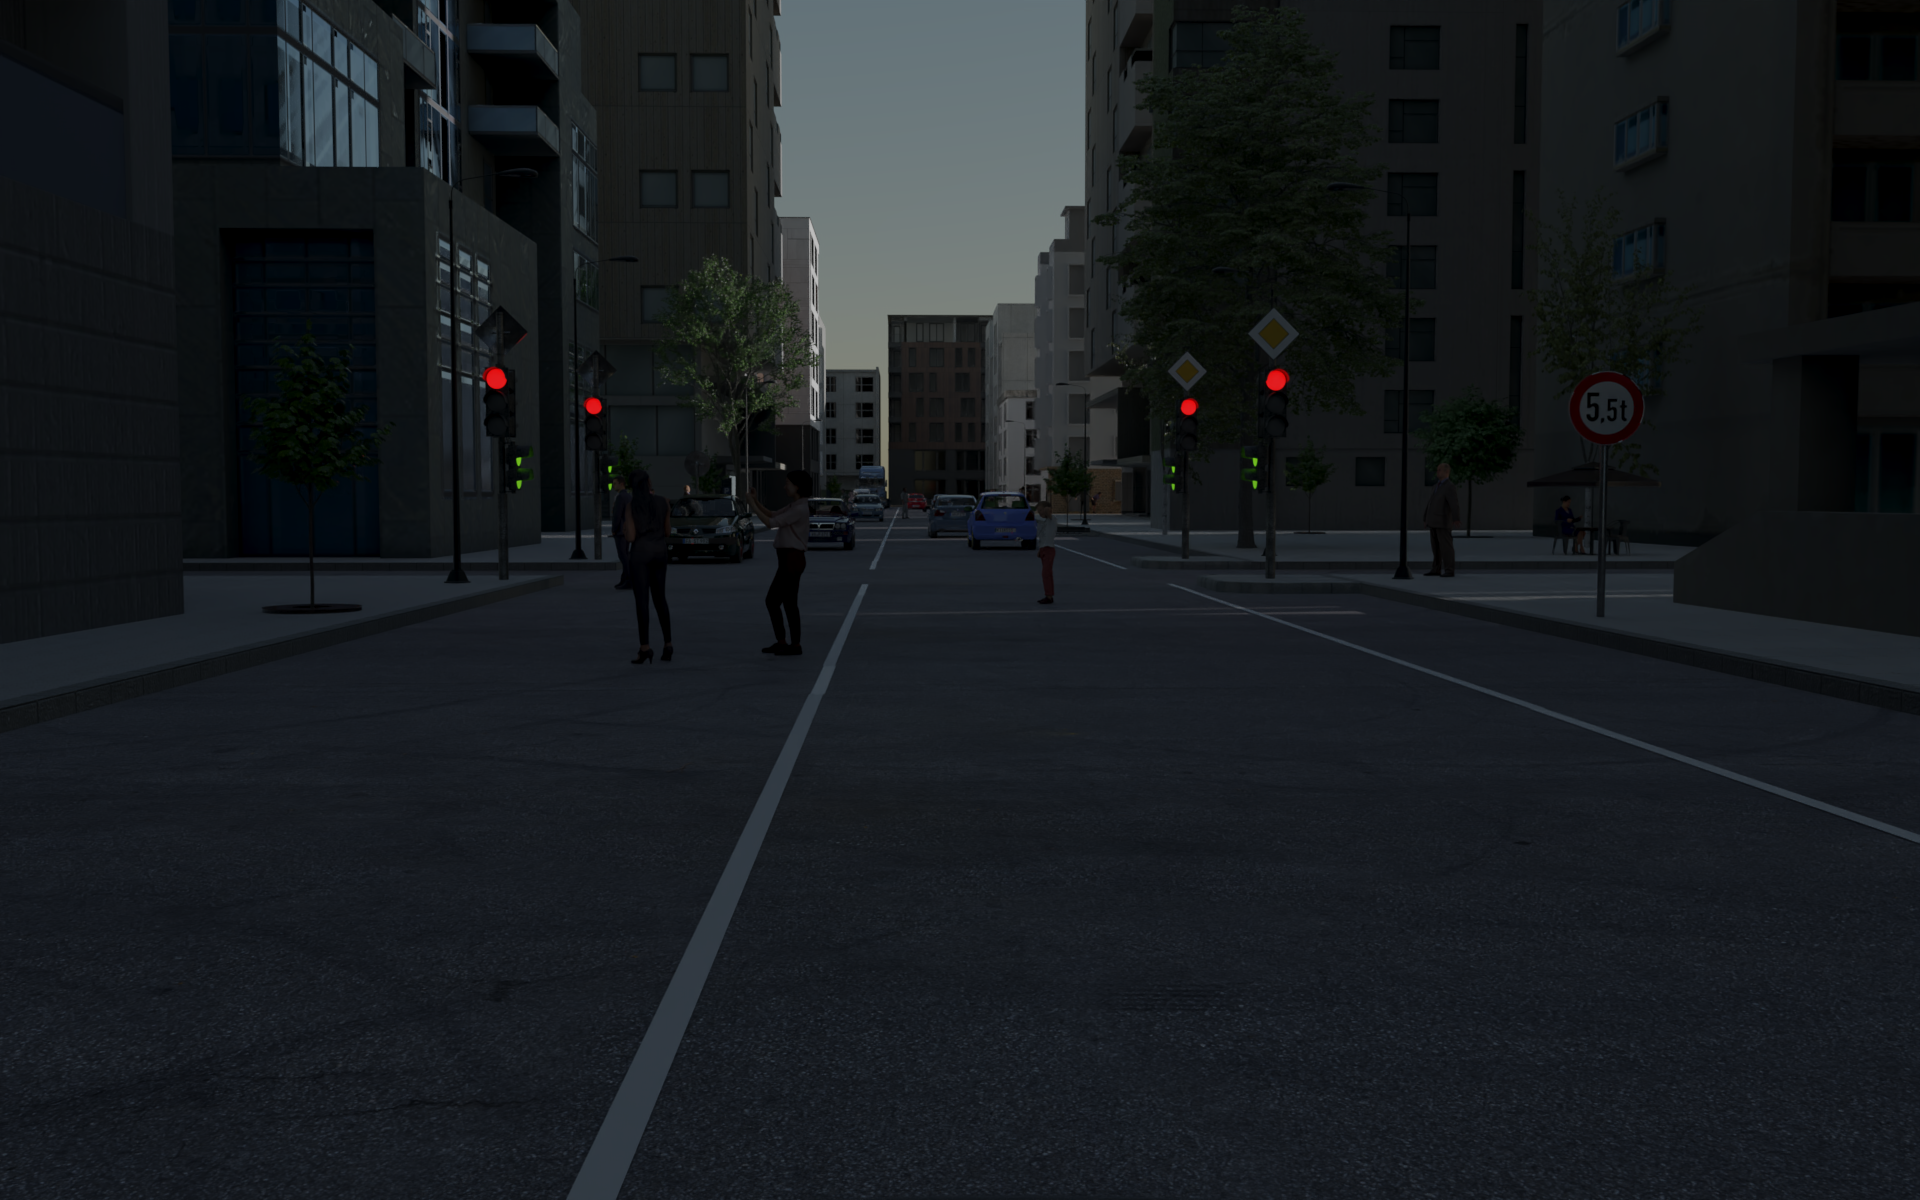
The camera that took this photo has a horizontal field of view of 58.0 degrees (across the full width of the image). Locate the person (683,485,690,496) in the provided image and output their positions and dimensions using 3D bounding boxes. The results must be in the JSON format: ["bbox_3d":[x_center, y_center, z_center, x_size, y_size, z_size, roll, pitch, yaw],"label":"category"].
[{"bbox_3d":[-8.340,-2.760,53.439,0.388,1.546,0.482,-1,4,-16],"label":"person"}]

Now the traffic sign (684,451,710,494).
[{"bbox_3d":[-7.724,-3.108,50.914,0.768,2.556,0.104,0,4,2],"label":"traffic sign"}]

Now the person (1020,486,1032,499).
[{"bbox_3d":[4.371,-6.977,120.117,1.348,1.824,0.705,-1,4,-14],"label":"person"}]

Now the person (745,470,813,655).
[{"bbox_3d":[-1.607,-0.333,15.409,0.566,1.644,0.517,2,4,33],"label":"person"}]

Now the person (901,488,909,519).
[{"bbox_3d":[-3.173,-5.623,100.586,0.789,1.805,0.875,3,4,38],"label":"person"}]

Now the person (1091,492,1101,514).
[{"bbox_3d":[8.914,-6.370,113.427,0.697,1.427,0.421,0,4,4],"label":"person"}]

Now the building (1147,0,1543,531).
[{"bbox_3d":[14.178,-18.066,67.086,14.160,30.474,14.107,0,4,-2],"label":"building"}]

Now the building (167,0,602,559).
[{"bbox_3d":[-22.193,-44.913,46.999,22.319,86.520,31.000,0,4,-2],"label":"building"}]

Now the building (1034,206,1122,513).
[{"bbox_3d":[13.304,-16.101,119.668,16.016,20.091,11.380,0,4,-2],"label":"building"}]

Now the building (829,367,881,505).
[{"bbox_3d":[-25.118,-20.526,202.065,31.486,18.905,16.747,0,4,-2],"label":"building"}]

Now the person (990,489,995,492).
[{"bbox_3d":[2.728,-8.632,147.978,0.445,1.727,0.742,1,4,16],"label":"person"}]

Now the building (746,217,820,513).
[{"bbox_3d":[-24.911,-17.210,125.366,27.936,21.610,32.646,0,4,-2],"label":"building"}]

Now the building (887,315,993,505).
[{"bbox_3d":[7.729,-22.285,208.326,32.646,21.610,27.936,0,4,-2],"label":"building"}]

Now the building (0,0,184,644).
[{"bbox_3d":[-22.160,-28.737,11.845,28.212,58.520,21.231,0,4,-2],"label":"building"}]

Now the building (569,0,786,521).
[{"bbox_3d":[-23.840,-30.844,93.539,28.713,52.752,27.495,0,4,-2],"label":"building"}]

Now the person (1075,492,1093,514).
[{"bbox_3d":[7.938,-6.431,111.327,1.348,1.807,0.705,2,4,35],"label":"person"}]

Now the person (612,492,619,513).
[{"bbox_3d":[-10.701,-2.802,54.329,0.387,1.526,0.523,0,4,6],"label":"person"}]

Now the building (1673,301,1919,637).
[{"bbox_3d":[24.750,-19.630,12.838,32.217,40.220,23.993,0,4,-2],"label":"building"}]

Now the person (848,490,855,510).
[{"bbox_3d":[-8.238,-7.466,131.244,0.551,1.740,0.621,1,4,11],"label":"person"}]

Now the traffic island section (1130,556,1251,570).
[{"bbox_3d":[4.485,-0.735,34.306,2.009,0.180,2.903,0,4,-2],"label":"traffic island section"}]

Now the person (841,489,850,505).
[{"bbox_3d":[-6.479,-5.358,96.820,0.376,1.734,0.841,-2,4,-28],"label":"person"}]

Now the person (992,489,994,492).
[{"bbox_3d":[3.157,-9.270,158.144,0.750,1.759,0.617,0,4,-8],"label":"person"}]

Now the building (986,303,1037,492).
[{"bbox_3d":[11.597,-18.524,169.324,16.747,18.905,31.486,0,4,-2],"label":"building"}]

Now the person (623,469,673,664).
[{"bbox_3d":[-2.659,-0.291,14.722,0.415,1.643,0.593,0,4,7],"label":"person"}]

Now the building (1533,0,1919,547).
[{"bbox_3d":[28.059,-25.903,47.219,21.600,48.544,21.300,0,4,-2],"label":"building"}]

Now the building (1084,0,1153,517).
[{"bbox_3d":[21.600,-30.958,95.402,28.713,52.752,27.495,0,4,-2],"label":"building"}]

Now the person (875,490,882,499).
[{"bbox_3d":[-7.721,-9.319,160.856,0.705,1.826,1.348,-3,5,-43],"label":"person"}]

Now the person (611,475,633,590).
[{"bbox_3d":[-5.095,-1.023,26.153,0.530,1.710,0.541,1,4,22],"label":"person"}]

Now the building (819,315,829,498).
[{"bbox_3d":[-29.744,-18.899,175.451,31.486,18.905,16.747,0,4,-2],"label":"building"}]

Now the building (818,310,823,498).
[{"bbox_3d":[-20.642,-18.534,159.458,16.016,20.091,11.380,0,4,-2],"label":"building"}]

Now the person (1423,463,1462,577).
[{"bbox_3d":[7.447,-1.239,26.846,0.434,1.755,0.990,-1,4,-14],"label":"person"}]

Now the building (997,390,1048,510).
[{"bbox_3d":[8.260,-12.087,139.763,9.099,9.664,28.070,0,4,-2],"label":"building"}]

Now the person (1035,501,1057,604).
[{"bbox_3d":[1.120,-0.631,22.725,0.340,1.345,0.435,-1,4,-23],"label":"person"}]

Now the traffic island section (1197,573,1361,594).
[{"bbox_3d":[4.738,-0.247,26.324,2.009,0.180,2.903,0,4,-2],"label":"traffic island section"}]

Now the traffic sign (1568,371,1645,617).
[{"bbox_3d":[6.685,-1.094,17.995,0.768,2.556,0.104,0,4,5],"label":"traffic sign"}]

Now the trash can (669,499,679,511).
[{"bbox_3d":[-7.602,-2.153,46.862,0.748,1.137,0.748,0,3,0],"label":"trash can"}]

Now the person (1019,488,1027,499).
[{"bbox_3d":[4.473,-7.143,123.548,0.721,1.743,1.217,2,4,25],"label":"person"}]
